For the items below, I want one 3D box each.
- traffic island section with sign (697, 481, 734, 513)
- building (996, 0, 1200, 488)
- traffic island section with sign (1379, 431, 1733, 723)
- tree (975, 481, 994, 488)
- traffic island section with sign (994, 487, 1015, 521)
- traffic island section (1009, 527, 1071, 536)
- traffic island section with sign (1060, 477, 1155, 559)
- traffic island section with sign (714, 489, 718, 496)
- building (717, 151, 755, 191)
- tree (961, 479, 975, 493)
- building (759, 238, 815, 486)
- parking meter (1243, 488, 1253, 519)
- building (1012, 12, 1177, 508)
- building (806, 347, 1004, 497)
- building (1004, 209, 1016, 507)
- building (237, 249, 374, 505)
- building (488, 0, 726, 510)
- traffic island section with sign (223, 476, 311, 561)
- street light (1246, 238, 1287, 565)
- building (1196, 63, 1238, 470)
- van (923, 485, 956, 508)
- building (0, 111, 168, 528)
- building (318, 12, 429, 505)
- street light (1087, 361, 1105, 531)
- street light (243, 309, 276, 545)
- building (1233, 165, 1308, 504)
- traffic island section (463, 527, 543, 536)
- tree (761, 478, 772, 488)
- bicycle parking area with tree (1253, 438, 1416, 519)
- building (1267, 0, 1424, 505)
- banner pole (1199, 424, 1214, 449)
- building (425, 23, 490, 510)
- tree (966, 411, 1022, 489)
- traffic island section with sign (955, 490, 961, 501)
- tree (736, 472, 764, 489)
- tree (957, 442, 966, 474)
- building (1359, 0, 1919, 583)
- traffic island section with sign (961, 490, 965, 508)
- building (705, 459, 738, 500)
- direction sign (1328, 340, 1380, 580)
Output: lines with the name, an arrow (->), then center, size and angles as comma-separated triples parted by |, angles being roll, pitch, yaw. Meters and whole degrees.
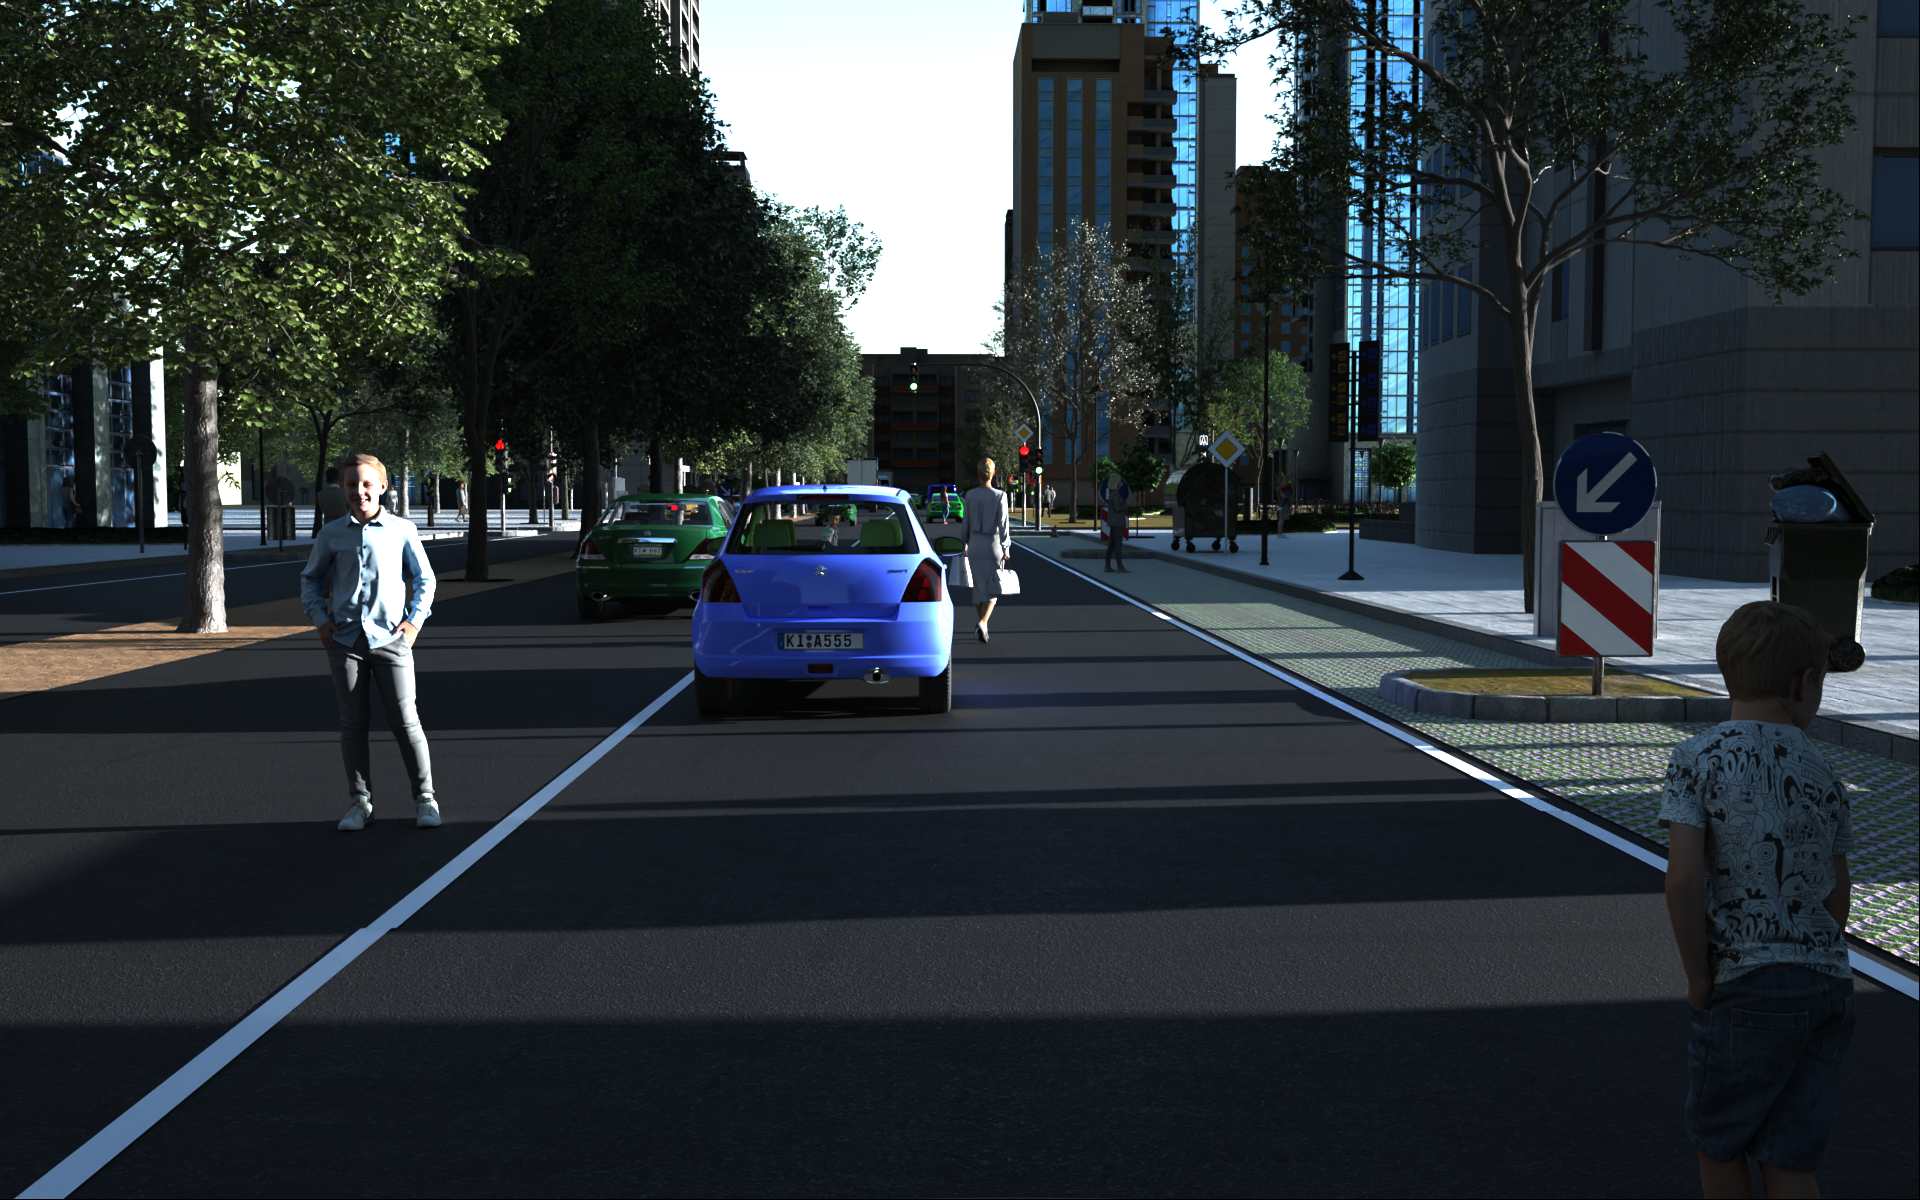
traffic island section with sign -> -9.125, -3.661, 67.992 | 2.006, 1.907, 1.989 | 0, 4, -1
building -> 16.019, -54.232, 199.371 | 22.319, 86.520, 31.000 | 0, 4, -1
traffic island section with sign -> 3.953, -0.190, 11.729 | 1.989, 1.847, 2.006 | 0, 4, -1
tree -> 2.882, -11.808, 187.663 | 1.663, 3.219, 1.824 | 0, 3, 0
traffic island section with sign -> 1.939, -5.173, 93.209 | 1.989, 1.847, 2.006 | 0, 4, -1
traffic island section -> 2.743, -2.346, 60.635 | 2.009, 0.180, 2.903 | 0, 4, -1
traffic island section with sign -> 3.276, -1.854, 38.944 | 1.989, 1.847, 2.006 | 0, 4, -1
traffic island section with sign -> -17.042, -6.820, 120.127 | 1.989, 1.847, 2.006 | 0, 4, -1
building -> -31.790, -32.079, 208.084 | 14.086, 41.232, 14.154 | 0, 4, -1
tree -> 0.915, -13.594, 216.855 | 1.663, 3.219, 1.824 | 0, 3, 0
building -> -32.874, -33.819, 244.826 | 23.993, 40.220, 32.217 | 0, 4, -1
parking meter -> 11.397, -3.678, 68.552 | 0.372, 1.533, 0.369 | 0, 3, 0
building -> 12.236, -31.380, 163.168 | 14.600, 45.320, 14.200 | 0, 4, -1
building -> -6.364, -24.387, 243.761 | 28.899, 21.520, 27.650 | 0, 4, -1
building -> 11.447, -24.834, 177.734 | 14.160, 30.474, 14.107 | 0, 4, -1
building -> -77.245, -26.705, 208.323 | 14.107, 30.474, 14.160 | 0, 4, -1
building -> -34.369, -44.910, 172.533 | 20.563, 71.187, 20.611 | 0, 4, -1
traffic island section with sign -> -15.023, -1.789, 37.873 | 1.989, 1.847, 2.006 | 0, 4, -1
street light -> 5.500, -3.568, 31.124 | 0.468, 5.910, 1.993 | 0, 4, -1
building -> 22.258, -42.707, 240.262 | 28.212, 58.520, 21.231 | 0, 4, -1
van -> -1.285, -6.827, 116.008 | 2.240, 2.365, 5.245 | 0, 4, -3
building -> -41.846, -44.733, 44.053 | 31.000, 86.520, 22.319 | 0, 4, -1
building -> -75.517, -56.561, 237.444 | 31.000, 86.520, 22.319 | 0, 4, -1
street light -> 4.723, -5.347, 60.206 | 0.468, 5.910, 1.993 | 0, 4, -1
street light -> -17.475, -4.311, 43.273 | 0.468, 5.910, 1.993 | 0, 4, -1
building -> 43.511, -36.020, 239.033 | 14.200, 45.320, 14.600 | 0, 4, -1
traffic island section -> -15.893, -2.318, 60.183 | 2.009, 0.180, 2.903 | 0, 4, -1
tree -> -22.245, -12.784, 203.623 | 1.663, 3.219, 1.824 | 0, 3, 0
bicycle parking area with tree -> 18.929, -6.208, 88.505 | 8.231, 4.147, 9.016 | 1, 4, 10
building -> 53.924, -54.599, 205.369 | 31.000, 86.520, 22.319 | 0, 4, -1
banner pole -> 8.765, -4.370, 61.463 | 0.863, 3.779, 0.401 | -2, 4, -31
building -> -34.017, -43.649, 151.910 | 20.563, 71.187, 20.611 | 0, 4, -1
tree -> 3.582, -12.360, 152.442 | 4.737, 8.622, 4.395 | 0, 3, 0
traffic island section with sign -> -0.640, -11.596, 198.223 | 1.989, 1.847, 2.006 | 0, 4, -1
tree -> -21.659, -11.932, 178.803 | 4.285, 4.588, 4.351 | 0, 3, 0
tree -> 1.607, -15.938, 210.951 | 4.737, 8.622, 4.395 | 0, 3, 0
building -> 21.423, -30.305, 37.486 | 21.231, 58.520, 28.212 | 0, 4, -1
traffic island section with sign -> 1.283, -6.821, 120.156 | 1.989, 1.847, 2.006 | 0, 4, -1
building -> -31.497, -25.656, 191.178 | 14.160, 30.474, 14.107 | 0, 4, -1
direction sign -> 5.866, -2.071, 25.862 | 0.379, 3.537, 0.876 | -3, 5, -41
